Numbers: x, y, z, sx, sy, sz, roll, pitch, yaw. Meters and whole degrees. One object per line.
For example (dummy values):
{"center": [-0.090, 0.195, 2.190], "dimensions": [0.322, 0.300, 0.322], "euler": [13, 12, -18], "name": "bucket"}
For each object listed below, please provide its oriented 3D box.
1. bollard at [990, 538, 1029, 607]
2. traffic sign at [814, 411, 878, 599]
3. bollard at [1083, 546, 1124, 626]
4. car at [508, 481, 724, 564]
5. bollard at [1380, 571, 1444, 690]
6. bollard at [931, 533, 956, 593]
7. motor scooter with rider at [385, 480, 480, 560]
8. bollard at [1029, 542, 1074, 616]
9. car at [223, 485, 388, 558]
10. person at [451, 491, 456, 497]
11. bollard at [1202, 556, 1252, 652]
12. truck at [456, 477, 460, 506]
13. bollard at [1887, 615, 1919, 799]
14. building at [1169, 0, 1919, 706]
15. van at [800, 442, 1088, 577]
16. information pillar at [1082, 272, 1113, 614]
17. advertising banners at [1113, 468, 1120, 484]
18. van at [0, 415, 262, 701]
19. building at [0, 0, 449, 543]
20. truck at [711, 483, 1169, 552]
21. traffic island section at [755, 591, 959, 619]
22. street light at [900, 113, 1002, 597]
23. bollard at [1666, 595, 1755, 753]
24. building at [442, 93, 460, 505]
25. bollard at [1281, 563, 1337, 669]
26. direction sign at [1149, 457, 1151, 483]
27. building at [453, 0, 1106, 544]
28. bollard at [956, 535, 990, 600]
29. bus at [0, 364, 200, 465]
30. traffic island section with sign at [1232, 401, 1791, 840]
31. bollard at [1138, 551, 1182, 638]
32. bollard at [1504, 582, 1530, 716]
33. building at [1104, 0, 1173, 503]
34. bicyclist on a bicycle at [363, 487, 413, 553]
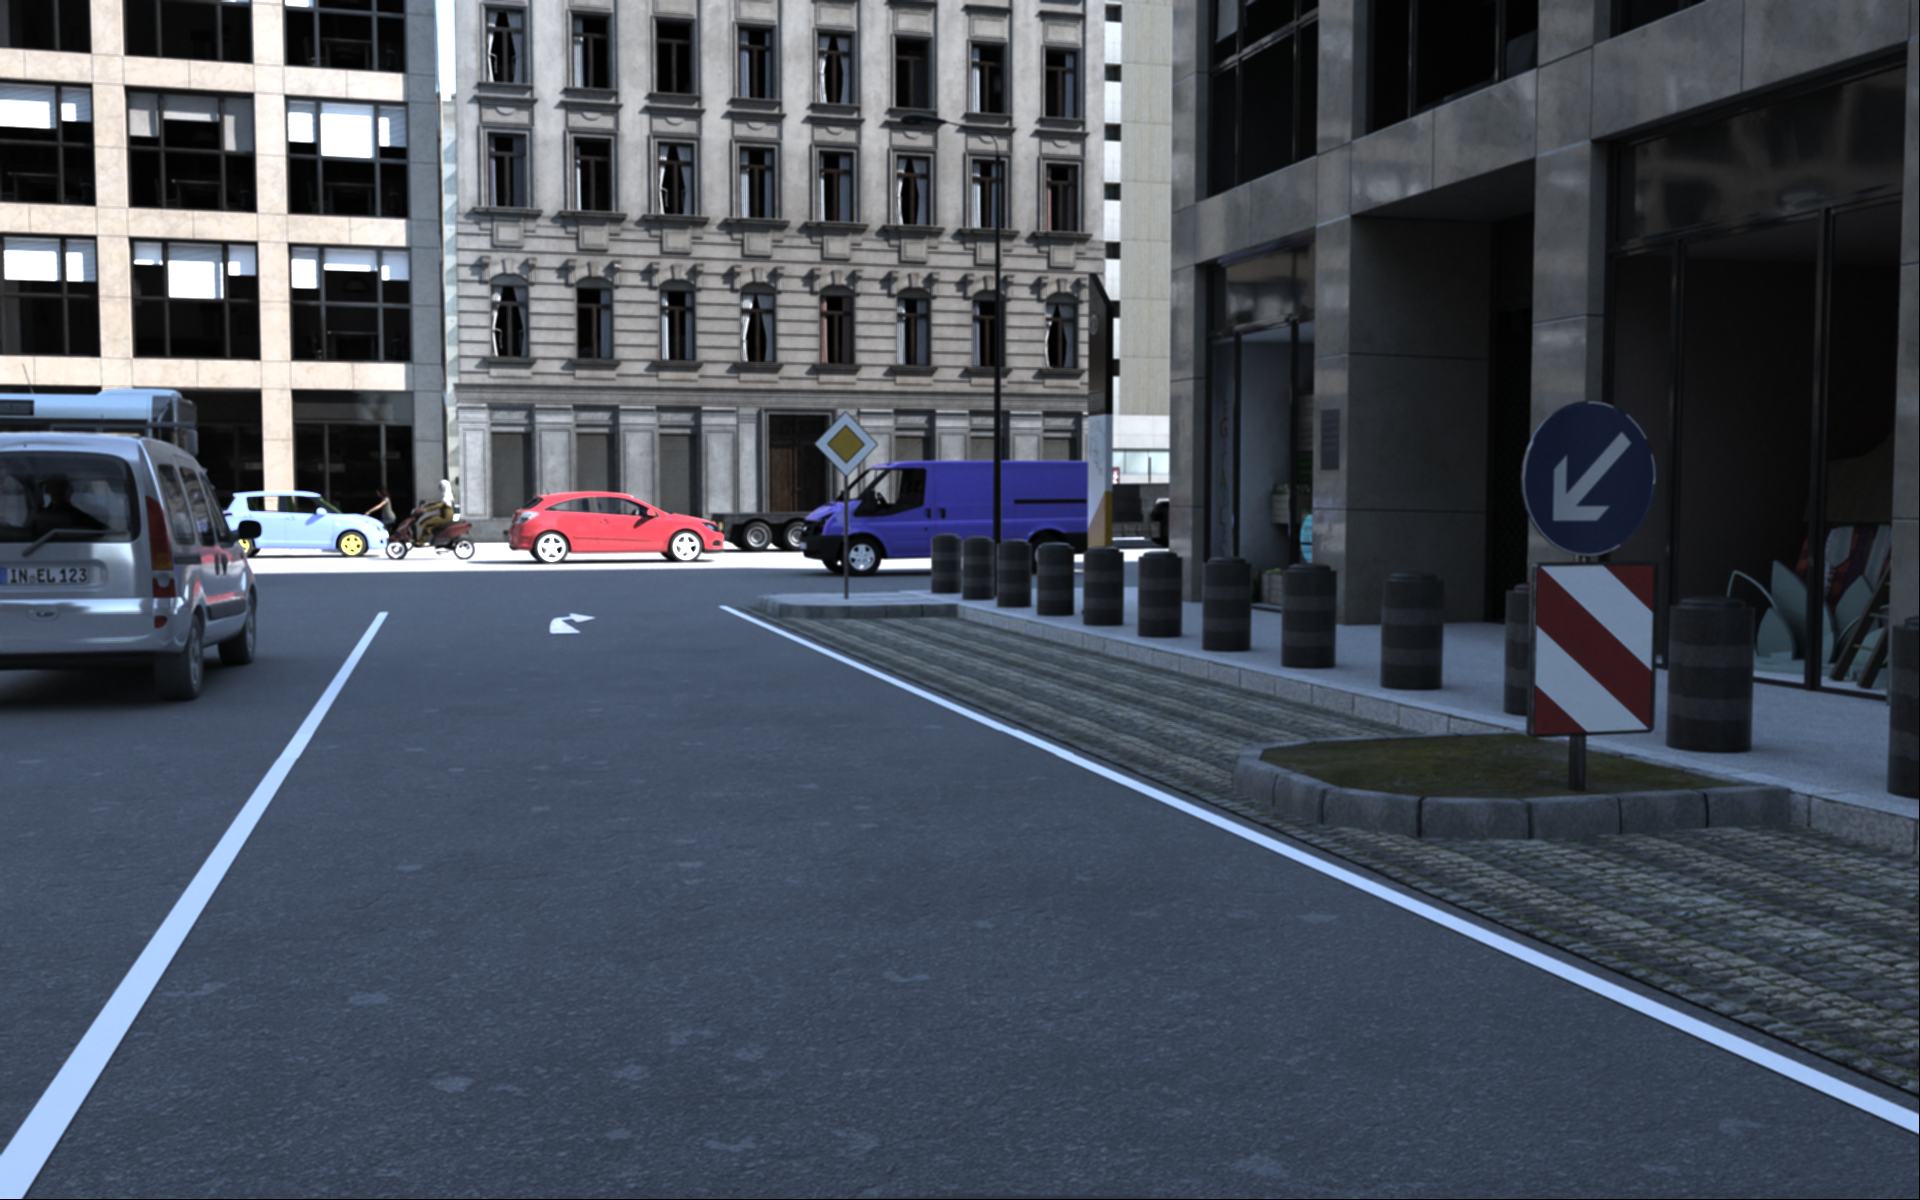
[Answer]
{"center": [0.619, -0.308, 19.758], "dimensions": [0.404, 0.777, 0.398], "euler": [0, 3, 0], "name": "bollard"}
{"center": [-1.393, -1.069, 21.123], "dimensions": [0.795, 2.450, 0.064], "euler": [-1, 4, -16], "name": "traffic sign"}
{"center": [1.409, -0.140, 17.013], "dimensions": [0.404, 0.777, 0.398], "euler": [0, 3, 0], "name": "bollard"}
{"center": [-7.220, -1.682, 36.546], "dimensions": [4.494, 1.783, 2.155], "euler": [-1, 4, -18], "name": "car"}
{"center": [3.000, 0.197, 11.491], "dimensions": [0.404, 0.777, 0.398], "euler": [0, 3, 0], "name": "bollard"}
{"center": [-0.175, -0.477, 22.514], "dimensions": [0.404, 0.777, 0.398], "euler": [0, 3, 0], "name": "bollard"}
{"center": [-11.525, -1.766, 37.845], "dimensions": [1.986, 1.779, 0.876], "euler": [-1, 4, -14], "name": "motor scooter with rider"}
{"center": [1.015, -0.224, 18.386], "dimensions": [0.404, 0.777, 0.398], "euler": [0, 3, 0], "name": "bollard"}
{"center": [-14.947, -1.824, 39.415], "dimensions": [3.694, 1.707, 1.945], "euler": [-1, 4, -15], "name": "car"}
{"center": [-56.023, -11.149, 191.323], "dimensions": [0.750, 1.759, 0.617], "euler": [-1, 4, -9], "name": "person"}
{"center": [2.197, 0.028, 14.259], "dimensions": [0.404, 0.777, 0.398], "euler": [0, 3, 0], "name": "bollard"}
{"center": [-35.672, -8.497, 128.681], "dimensions": [2.967, 4.110, 18.799], "euler": [-1, 4, -18], "name": "truck"}
{"center": [4.183, 0.449, 7.372], "dimensions": [0.404, 0.777, 0.398], "euler": [0, 3, 0], "name": "bollard"}
{"center": [16.460, -12.363, 6.658], "dimensions": [19.350, 26.468, 34.151], "euler": [-1, 4, -16], "name": "building"}
{"center": [-0.267, -1.644, 31.270], "dimensions": [5.245, 2.365, 2.240], "euler": [-1, 4, -16], "name": "van"}
{"center": [1.468, -1.642, 18.201], "dimensions": [0.183, 3.616, 0.504], "euler": [-1, 4, -18], "name": "information pillar"}
{"center": [10.935, -7.164, 113.318], "dimensions": [2.074, 3.025, 0.090], "euler": [0, 4, -5], "name": "advertising banners"}
{"center": [-6.463, -0.377, 13.176], "dimensions": [2.013, 2.044, 4.112], "euler": [-1, 4, -14], "name": "van"}
{"center": [-32.502, -14.963, 49.162], "dimensions": [34.151, 26.468, 19.350], "euler": [-1, 4, -16], "name": "building"}
{"center": [2.969, -3.418, 45.649], "dimensions": [18.799, 4.110, 2.967], "euler": [-1, 4, -15], "name": "truck"}
{"center": [-1.372, 0.066, 21.207], "dimensions": [2.009, 0.180, 2.903], "euler": [-1, 4, -16], "name": "traffic island section"}
{"center": [-0.052, -2.992, 21.460], "dimensions": [1.470, 5.913, 1.316], "euler": [-1, 4, -16], "name": "street light"}
{"center": [3.789, 0.365, 8.746], "dimensions": [0.404, 0.777, 0.398], "euler": [0, 3, 0], "name": "bollard"}
{"center": [-58.451, -36.119, 210.161], "dimensions": [30.456, 49.044, 23.786], "euler": [-1, 4, -16], "name": "building"}
{"center": [2.596, 0.112, 12.888], "dimensions": [0.404, 0.777, 0.398], "euler": [0, 3, 0], "name": "bollard"}
{"center": [11.659, -7.003, 106.489], "dimensions": [0.379, 3.537, 0.876], "euler": [0, 4, 1], "name": "direction sign"}
{"center": [-5.647, -12.343, 50.962], "dimensions": [18.267, 20.994, 9.793], "euler": [-1, 4, -16], "name": "building"}
{"center": [0.227, -0.393, 21.139], "dimensions": [0.404, 0.777, 0.398], "euler": [0, 3, 0], "name": "bollard"}
{"center": [-17.926, -1.940, 26.574], "dimensions": [13.247, 3.499, 2.948], "euler": [-1, 4, -17], "name": "bus"}
{"center": [2.381, 0.031, 8.127], "dimensions": [1.989, 1.847, 2.006], "euler": [-1, 4, -16], "name": "traffic island section with sign"}
{"center": [1.807, -0.057, 15.642], "dimensions": [0.404, 0.777, 0.398], "euler": [0, 3, 0], "name": "bollard"}
{"center": [3.392, 0.281, 10.118], "dimensions": [0.404, 0.777, 0.398], "euler": [0, 3, 0], "name": "bollard"}
{"center": [12.269, -35.752, 173.784], "dimensions": [27.495, 52.752, 28.713], "euler": [-1, 4, -16], "name": "building"}
{"center": [-14.096, -1.962, 42.101], "dimensions": [1.625, 1.676, 1.499], "euler": [-1, 4, -16], "name": "bicyclist on a bicycle"}
